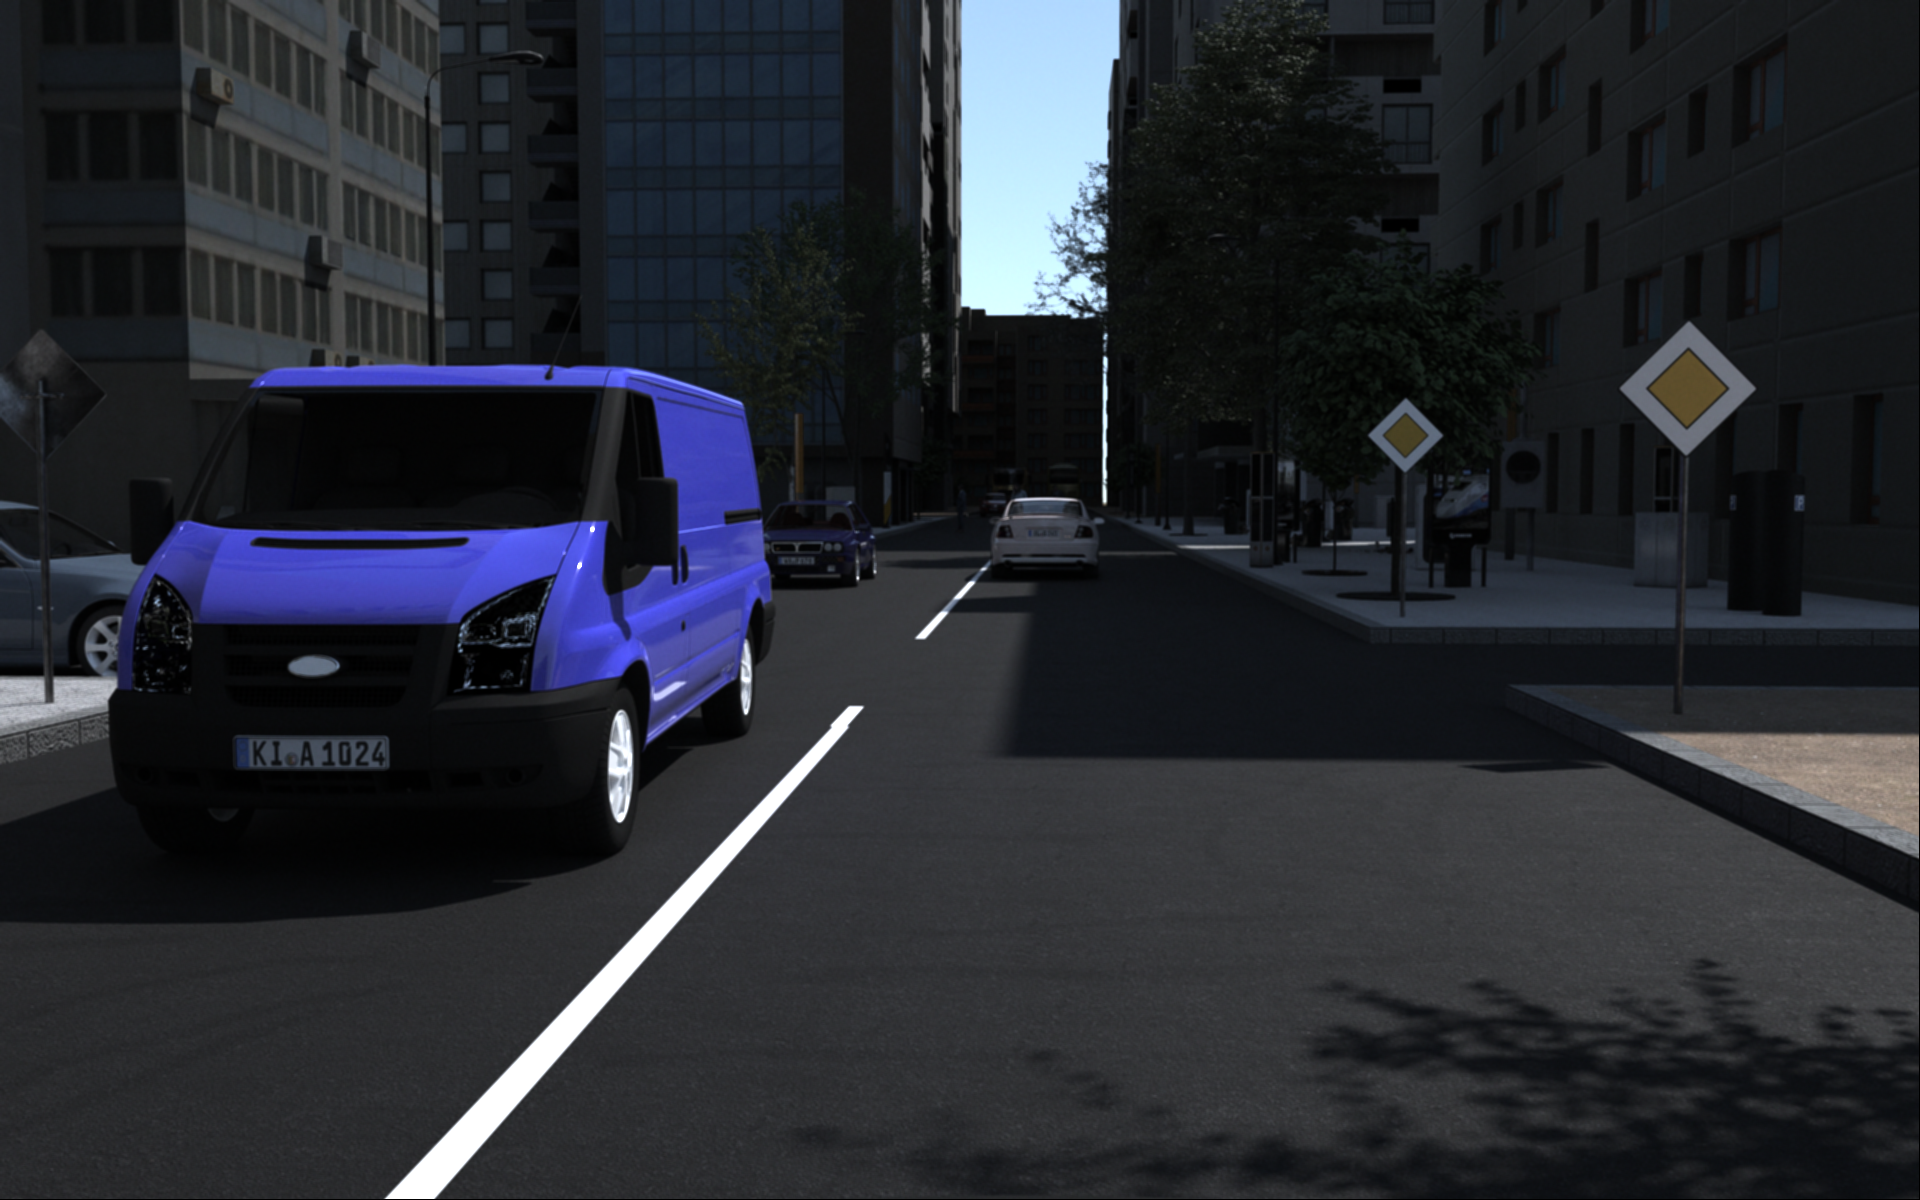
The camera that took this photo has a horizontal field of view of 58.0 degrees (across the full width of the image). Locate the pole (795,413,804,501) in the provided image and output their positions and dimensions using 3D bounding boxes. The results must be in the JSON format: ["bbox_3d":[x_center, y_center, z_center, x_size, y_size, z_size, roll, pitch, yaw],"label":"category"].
[{"bbox_3d":[-4.067,-3.060,43.872,0.158,3.312,0.155,0,3,0],"label":"pole"}]

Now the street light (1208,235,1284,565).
[{"bbox_3d":[5.135,-3.584,31.147,1.470,5.913,1.316,0,4,3],"label":"street light"}]

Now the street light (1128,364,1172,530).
[{"bbox_3d":[6.905,-5.476,62.080,1.470,5.913,1.316,0,4,3],"label":"street light"}]

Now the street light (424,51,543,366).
[{"bbox_3d":[-5.074,-2.803,18.371,1.470,5.913,1.316,0,4,3],"label":"street light"}]

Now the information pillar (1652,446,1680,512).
[{"bbox_3d":[10.767,-1.342,26.432,0.304,2.012,0.304,3,5,39],"label":"information pillar"}]

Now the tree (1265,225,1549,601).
[{"bbox_3d":[5.399,-2.296,21.261,4.285,4.588,4.351,0,3,0],"label":"tree"}]

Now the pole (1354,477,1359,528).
[{"bbox_3d":[14.900,-4.357,65.081,0.158,3.312,0.155,0,3,0],"label":"pole"}]

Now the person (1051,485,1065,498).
[{"bbox_3d":[4.407,-4.249,77.773,0.655,1.846,0.447,1,4,16],"label":"person"}]

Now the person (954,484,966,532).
[{"bbox_3d":[0.039,-3.468,65.385,0.419,1.800,0.721,-1,4,-9],"label":"person"}]

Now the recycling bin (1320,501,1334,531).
[{"bbox_3d":[12.866,-2.974,61.175,0.722,1.027,0.722,2,4,31],"label":"recycling bin"}]

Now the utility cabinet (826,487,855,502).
[{"bbox_3d":[-3.605,-2.653,52.057,0.318,1.500,1.173,2,4,29],"label":"utility cabinet"}]

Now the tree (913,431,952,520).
[{"bbox_3d":[-2.793,-6.651,92.461,4.285,4.588,4.351,0,3,0],"label":"tree"}]

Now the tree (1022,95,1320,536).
[{"bbox_3d":[7.009,-8.737,53.212,12.009,13.543,11.850,0,3,0],"label":"tree"}]

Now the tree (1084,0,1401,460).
[{"bbox_3d":[6.598,-7.449,39.914,7.486,12.596,7.792,0,3,0],"label":"tree"}]

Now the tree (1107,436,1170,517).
[{"bbox_3d":[9.785,-6.868,95.999,4.285,4.588,4.351,0,3,0],"label":"tree"}]

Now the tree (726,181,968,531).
[{"bbox_3d":[-3.726,-8.160,59.175,9.928,11.665,9.643,0,3,0],"label":"tree"}]

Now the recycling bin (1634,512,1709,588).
[{"bbox_3d":[9.841,-0.698,23.961,0.722,1.027,0.722,-3,4,-37],"label":"recycling bin"}]

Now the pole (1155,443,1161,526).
[{"bbox_3d":[7.981,-4.645,69.793,0.158,3.312,0.155,0,3,0],"label":"pole"}]

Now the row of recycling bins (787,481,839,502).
[{"bbox_3d":[-4.838,-3.054,57.041,1.069,1.692,3.534,-2,4,-24],"label":"row of recycling bins"}]

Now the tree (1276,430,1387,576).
[{"bbox_3d":[6.092,-2.010,27.471,1.663,3.219,1.824,0,3,0],"label":"tree"}]

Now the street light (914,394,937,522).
[{"bbox_3d":[-1.746,-6.613,80.655,1.470,5.913,1.316,0,4,3],"label":"street light"}]

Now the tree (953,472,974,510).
[{"bbox_3d":[0.013,-8.796,138.408,1.663,3.219,1.824,0,3,0],"label":"tree"}]

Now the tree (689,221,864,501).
[{"bbox_3d":[-4.742,-5.864,46.233,4.737,8.622,4.395,0,3,0],"label":"tree"}]

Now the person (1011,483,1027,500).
[{"bbox_3d":[2.056,-3.042,58.506,0.793,1.790,0.793,0,4,-5],"label":"person"}]

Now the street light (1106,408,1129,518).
[{"bbox_3d":[8.504,-7.369,93.022,1.470,5.913,1.316,0,4,3],"label":"street light"}]

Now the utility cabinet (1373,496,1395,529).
[{"bbox_3d":[15.877,-3.245,64.221,1.020,1.237,0.306,0,4,-8],"label":"utility cabinet"}]

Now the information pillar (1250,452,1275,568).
[{"bbox_3d":[5.271,-1.573,30.218,0.304,2.012,0.304,-2,4,-32],"label":"information pillar"}]

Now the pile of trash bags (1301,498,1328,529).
[{"bbox_3d":[12.375,-3.311,63.887,3.447,1.369,1.912,0,4,5],"label":"pile of trash bags"}]

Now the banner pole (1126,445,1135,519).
[{"bbox_3d":[8.671,-6.013,88.335,0.401,3.779,0.863,3,5,42],"label":"banner pole"}]

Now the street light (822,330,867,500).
[{"bbox_3d":[-3.344,-4.695,49.306,1.470,5.913,1.316,0,4,3],"label":"street light"}]

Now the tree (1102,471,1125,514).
[{"bbox_3d":[10.204,-7.340,114.617,1.663,3.219,1.824,0,3,0],"label":"tree"}]

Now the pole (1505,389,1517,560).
[{"bbox_3d":[10.714,-2.436,33.672,0.158,3.312,0.155,0,3,0],"label":"pole"}]

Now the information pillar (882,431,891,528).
[{"bbox_3d":[-2.715,-4.484,64.669,0.183,3.616,0.504,1,4,22],"label":"information pillar"}]
